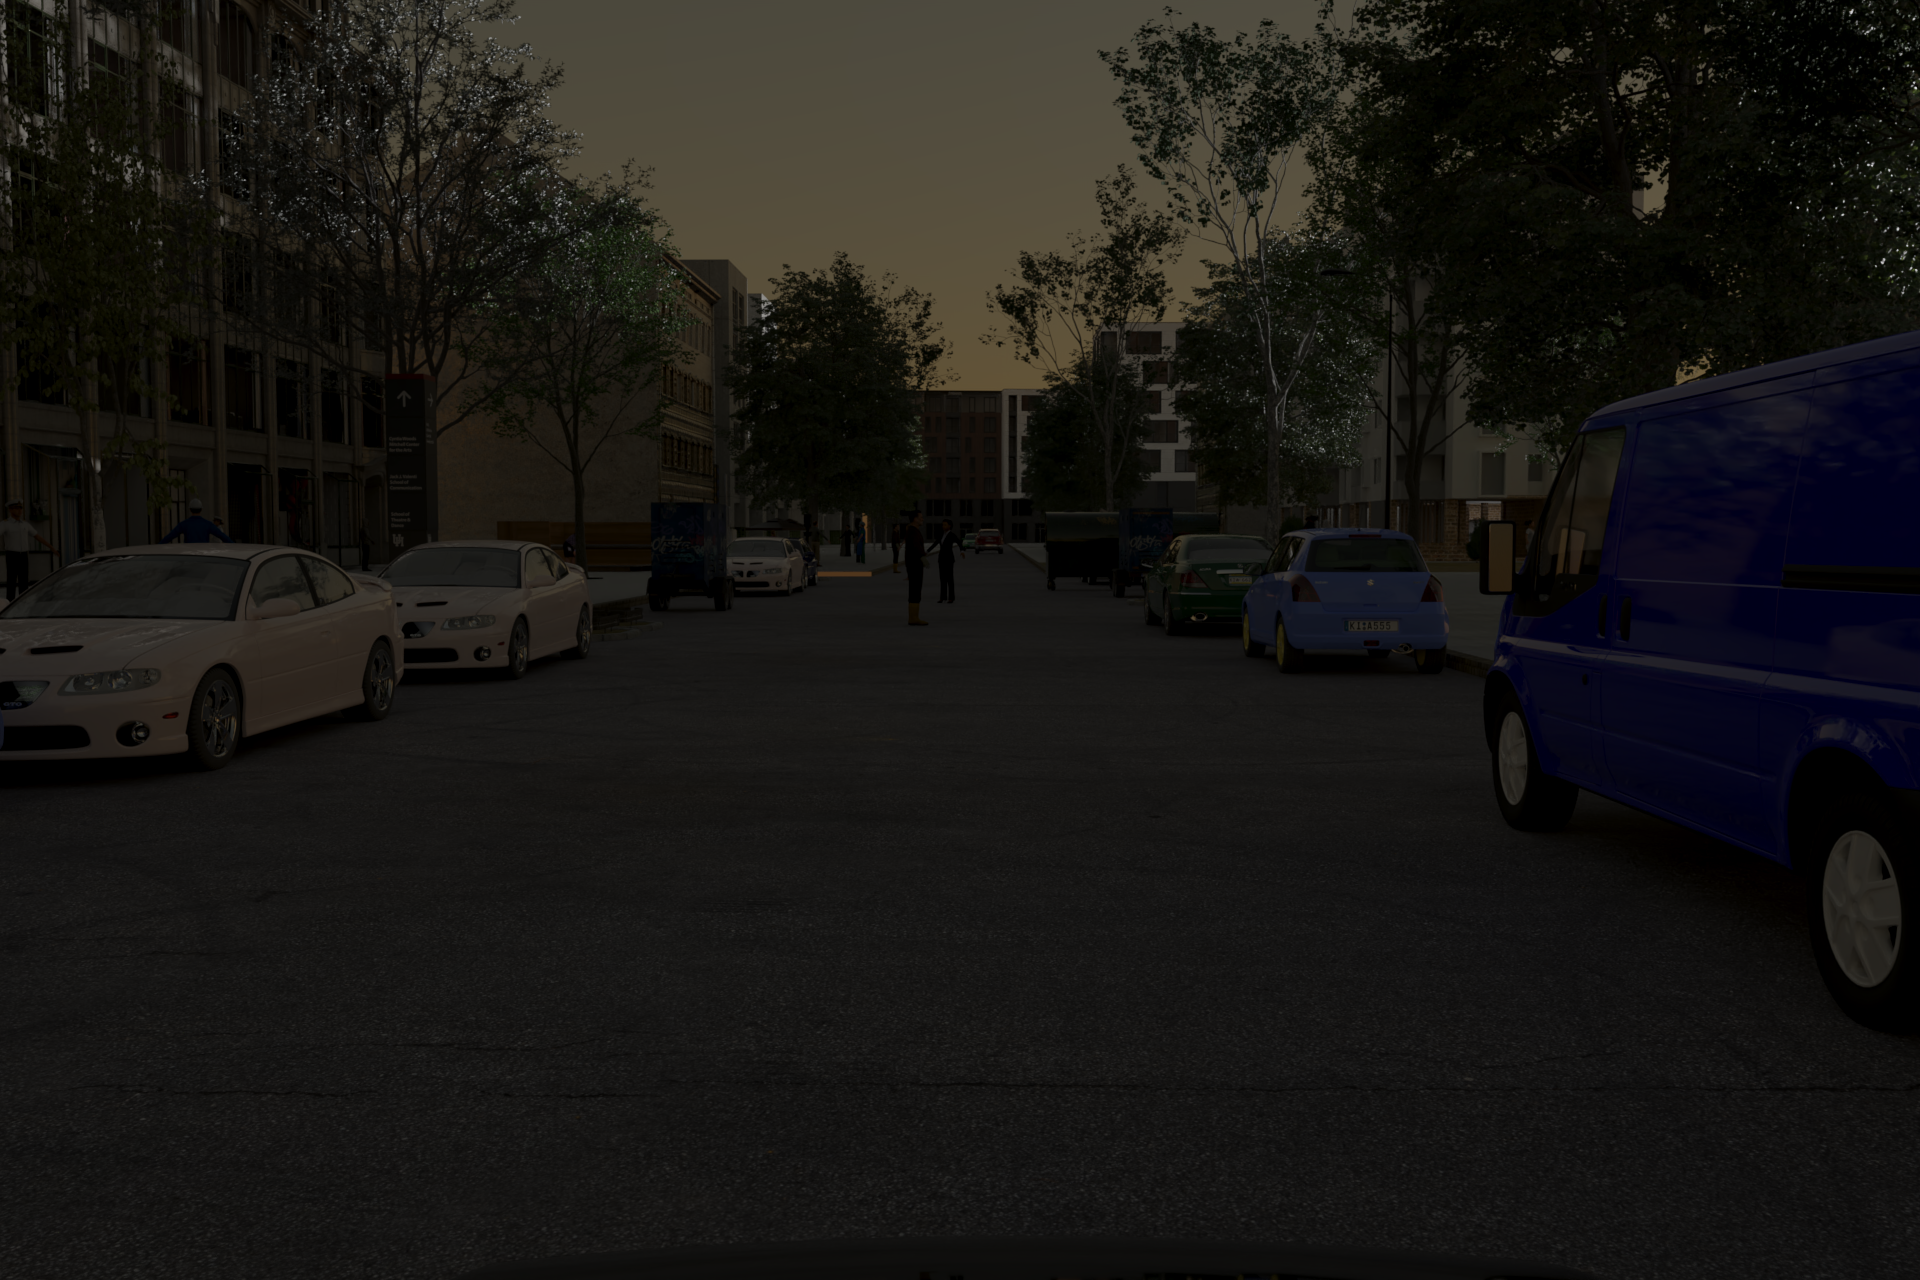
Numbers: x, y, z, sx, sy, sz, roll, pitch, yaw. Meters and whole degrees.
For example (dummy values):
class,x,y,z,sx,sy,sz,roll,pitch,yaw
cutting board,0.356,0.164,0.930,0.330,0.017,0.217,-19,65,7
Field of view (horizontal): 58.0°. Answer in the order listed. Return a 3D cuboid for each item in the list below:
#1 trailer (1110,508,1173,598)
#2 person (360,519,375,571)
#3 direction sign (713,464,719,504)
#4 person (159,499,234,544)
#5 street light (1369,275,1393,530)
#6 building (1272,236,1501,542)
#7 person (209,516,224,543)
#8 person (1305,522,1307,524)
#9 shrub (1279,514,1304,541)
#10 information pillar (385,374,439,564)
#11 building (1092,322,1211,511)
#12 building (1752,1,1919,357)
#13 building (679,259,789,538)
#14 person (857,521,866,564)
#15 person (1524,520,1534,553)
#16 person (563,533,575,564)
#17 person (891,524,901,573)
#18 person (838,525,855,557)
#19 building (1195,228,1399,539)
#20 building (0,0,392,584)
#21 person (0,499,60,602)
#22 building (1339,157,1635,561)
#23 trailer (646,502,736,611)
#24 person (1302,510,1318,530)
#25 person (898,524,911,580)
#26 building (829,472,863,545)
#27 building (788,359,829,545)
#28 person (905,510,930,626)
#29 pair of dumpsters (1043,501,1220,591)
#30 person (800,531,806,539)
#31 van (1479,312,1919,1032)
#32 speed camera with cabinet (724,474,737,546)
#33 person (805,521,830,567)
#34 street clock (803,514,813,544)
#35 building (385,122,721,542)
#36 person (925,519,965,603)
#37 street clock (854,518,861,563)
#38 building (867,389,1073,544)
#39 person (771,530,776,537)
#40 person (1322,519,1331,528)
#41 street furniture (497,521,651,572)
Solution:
class,x,y,z,sx,sy,sz,roll,pitch,yaw
trailer,4.215,-2.018,40.041,1.471,1.999,3.904,0,4,0
person,-20.409,-3.267,59.551,0.705,1.813,1.348,-2,4,-33
direction sign,-7.906,-3.929,56.239,0.379,3.537,0.876,0,4,2
person,-12.162,-1.329,27.610,1.347,1.842,0.705,-2,4,-24
street light,8.082,-3.541,30.432,1.470,5.913,1.316,0,4,1
building,25.277,-15.571,111.011,16.016,20.090,11.380,0,4,2
person,-20.047,-2.455,46.602,0.721,1.778,1.216,-2,4,-35
person,16.464,-4.677,82.243,0.705,1.856,1.354,2,4,32
shrub,12.283,-3.673,64.089,1.661,2.075,1.752,0,3,0
information pillar,-8.935,-2.380,28.285,0.750,3.857,0.750,0,4,0
building,27.765,-20.749,183.214,27.936,21.610,32.646,0,4,1
building,28.682,-13.121,42.253,11.050,23.595,19.941,0,4,1
building,-22.896,-15.977,127.674,16.747,18.905,31.486,0,4,1
person,-4.177,-4.117,73.437,0.704,1.817,1.347,0,4,4
person,18.733,-3.048,56.609,0.721,1.739,1.217,3,4,38
person,-12.329,-2.810,55.221,0.697,1.427,0.421,2,4,27
person,-2.314,-3.355,63.443,0.704,1.812,1.346,0,3,0
person,-6.386,-5.641,98.423,1.347,1.806,0.705,3,5,43
building,27.780,-18.152,127.713,19.493,23.208,18.063,0,4,1
building,-28.909,-14.299,50.443,14.369,24.946,33.146,0,4,2
person,-15.372,-1.375,28.267,0.704,1.855,1.343,2,4,26
building,25.925,-14.500,93.501,16.016,20.090,11.380,0,4,1
trailer,-5.062,-1.518,31.863,1.471,1.999,3.904,0,4,1
person,8.166,-2.097,40.155,0.704,1.845,1.351,2,4,27
person,-1.650,-2.721,53.742,0.721,1.733,1.217,1,4,21
building,-22.348,-21.883,224.244,16.747,18.905,31.486,0,4,2
building,-24.053,-19.813,190.402,16.747,18.905,31.486,0,4,0
person,-0.671,-1.140,27.234,0.704,1.812,1.346,-1,4,-8
pair of dumpsters,4.343,-2.402,44.217,4.436,2.255,1.574,0,4,0
person,-8.242,-5.227,91.640,0.705,1.806,1.347,-1,4,-20
van,3.565,-0.137,6.619,2.240,2.365,5.245,0,3,0
speed camera with cabinet,-7.923,-3.897,58.052,0.660,3.252,2.038,0,4,1
person,-5.656,-3.780,68.082,1.348,1.796,0.705,3,4,37
street clock,-5.383,-3.466,61.246,0.358,2.002,0.471,0,4,3
building,-25.130,-16.554,101.591,19.493,23.208,18.063,0,4,1
person,-0.329,-1.631,35.848,1.216,1.740,0.721,3,5,44
street clock,-4.549,-4.453,77.375,0.358,2.002,0.471,0,4,2
building,2.863,-25.004,255.239,32.646,21.610,27.936,0,4,-5
person,-7.074,-3.425,65.260,0.991,1.433,0.599,-2,4,-32
person,11.229,-2.830,53.048,1.217,1.736,0.721,1,4,22
street furniture,-13.986,-3.444,63.156,11.010,1.723,9.812,1,4,8
